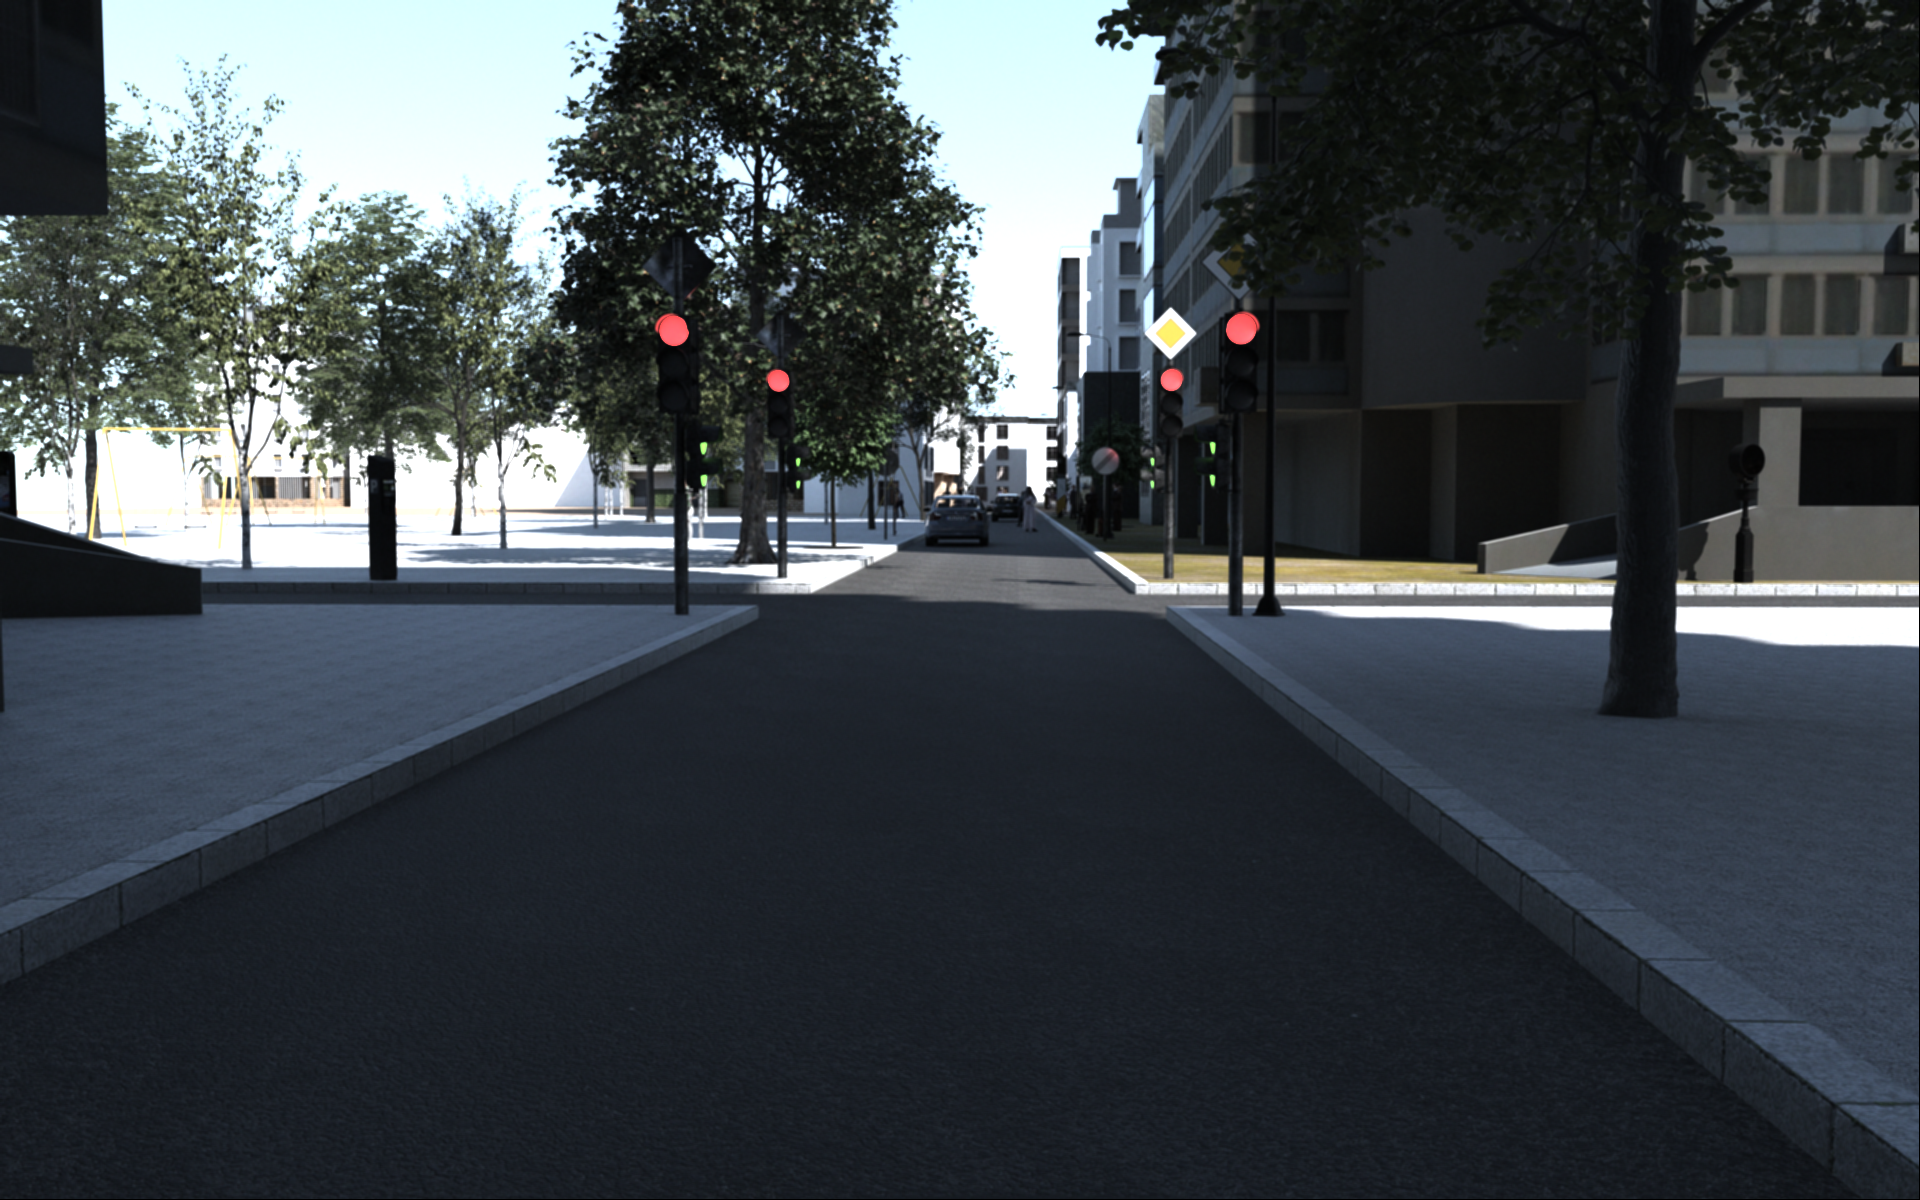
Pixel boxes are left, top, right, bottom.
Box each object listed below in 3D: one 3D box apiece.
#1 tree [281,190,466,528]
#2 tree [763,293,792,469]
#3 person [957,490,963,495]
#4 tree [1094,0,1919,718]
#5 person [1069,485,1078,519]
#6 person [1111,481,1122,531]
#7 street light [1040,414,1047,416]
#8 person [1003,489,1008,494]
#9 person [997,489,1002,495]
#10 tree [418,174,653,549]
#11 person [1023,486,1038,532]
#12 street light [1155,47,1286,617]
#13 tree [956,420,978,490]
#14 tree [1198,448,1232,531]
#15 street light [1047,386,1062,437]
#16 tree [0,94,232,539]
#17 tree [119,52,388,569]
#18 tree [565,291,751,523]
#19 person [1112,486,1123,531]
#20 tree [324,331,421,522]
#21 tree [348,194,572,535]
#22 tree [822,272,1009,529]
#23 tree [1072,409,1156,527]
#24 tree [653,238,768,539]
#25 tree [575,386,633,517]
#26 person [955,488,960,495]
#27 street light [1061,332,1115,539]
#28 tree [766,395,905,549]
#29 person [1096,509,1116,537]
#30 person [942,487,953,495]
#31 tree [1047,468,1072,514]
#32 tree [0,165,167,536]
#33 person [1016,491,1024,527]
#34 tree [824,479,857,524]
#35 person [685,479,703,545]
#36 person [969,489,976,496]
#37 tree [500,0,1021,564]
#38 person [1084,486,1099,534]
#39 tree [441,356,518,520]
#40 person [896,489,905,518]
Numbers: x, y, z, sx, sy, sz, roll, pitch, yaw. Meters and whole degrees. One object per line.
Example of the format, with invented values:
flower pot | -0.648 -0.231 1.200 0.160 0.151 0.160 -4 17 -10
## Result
tree | -21.797 -8.986 65.042 7.486 12.596 7.792 0 3 0
tree | -10.880 -10.826 95.136 7.486 12.596 7.792 0 3 0
person | -0.022 -3.017 59.794 0.435 1.587 0.963 2 4 29
tree | 4.373 -5.613 9.895 7.486 12.596 7.792 0 3 0
person | 5.868 -5.003 88.394 0.434 1.755 0.990 2 4 35
person | 5.427 -3.286 60.578 0.445 1.727 0.742 0 4 3
street light | 5.302 -7.797 100.014 1.470 5.913 1.316 0 4 2
person | 3.454 -7.549 131.925 1.348 1.824 0.705 2 4 31
person | 3.290 -7.858 136.853 0.599 1.838 0.709 -3 4 -39
tree | -10.543 -5.514 40.523 4.737 8.622 4.395 0 3 0
person | 2.648 -3.477 66.018 0.551 1.740 0.621 -3 5 -43
street light | 2.726 -2.790 18.165 1.470 5.913 1.316 0 4 2
tree | -0.180 -12.601 156.383 4.737 8.622 4.395 0 3 0
tree | 8.741 -4.016 60.264 1.663 3.219 1.824 0 3 0
street light | 4.630 -6.253 74.776 1.470 5.913 1.316 0 4 2
tree | -24.450 -8.029 49.404 7.486 12.596 7.792 0 3 0
tree | -12.090 -4.828 29.292 4.737 8.622 4.395 0 3 0
tree | -14.022 -9.725 77.126 7.486 12.596 7.792 0 3 0
person | 5.423 -3.148 59.785 0.388 1.546 0.482 0 4 4
tree | -27.486 -7.913 79.746 4.360 8.622 3.978 0 3 0
tree | -15.322 -7.285 53.524 7.601 10.594 8.767 0 4 0
tree | -3.495 -7.832 62.469 7.601 10.594 8.767 -3 4 -36
tree | 6.078 -5.096 67.039 4.285 4.588 4.351 0 3 0
tree | -7.242 -6.068 49.579 4.737 8.622 4.395 0 3 0
tree | -19.598 -9.074 98.722 4.360 8.622 3.978 0 3 0
person | -0.024 -8.125 139.410 0.617 1.759 0.750 2 4 27
street light | 3.751 -4.725 49.791 1.470 5.913 1.316 0 4 2
tree | -2.919 -3.500 40.936 4.285 4.588 4.351 0 3 0
person | 4.388 -2.289 51.753 0.655 0.850 0.859 2 4 28
person | -0.784 -6.621 115.023 1.217 1.735 0.721 -2 4 -24
tree | 6.322 -7.138 111.303 1.663 3.219 1.824 0 3 0
tree | -17.736 -5.106 33.841 4.360 8.622 3.978 0 3 0
person | 2.707 -3.981 75.802 0.499 1.552 0.429 0 4 -6
tree | -5.442 -7.488 72.796 4.360 8.622 3.978 0 3 0
person | -6.955 -2.274 43.943 0.841 1.734 0.376 2 4 35
person | 1.270 -10.466 177.145 0.705 1.826 1.348 -3 5 -41
tree | -3.684 -7.009 31.606 9.611 12.733 9.660 0 3 0
person | 4.241 -2.895 55.643 0.482 1.546 0.388 1 4 14
tree | -24.101 -8.279 85.725 4.360 8.622 3.978 0 3 0
person | -3.249 -5.154 92.523 0.590 1.554 0.614 1 4 10
